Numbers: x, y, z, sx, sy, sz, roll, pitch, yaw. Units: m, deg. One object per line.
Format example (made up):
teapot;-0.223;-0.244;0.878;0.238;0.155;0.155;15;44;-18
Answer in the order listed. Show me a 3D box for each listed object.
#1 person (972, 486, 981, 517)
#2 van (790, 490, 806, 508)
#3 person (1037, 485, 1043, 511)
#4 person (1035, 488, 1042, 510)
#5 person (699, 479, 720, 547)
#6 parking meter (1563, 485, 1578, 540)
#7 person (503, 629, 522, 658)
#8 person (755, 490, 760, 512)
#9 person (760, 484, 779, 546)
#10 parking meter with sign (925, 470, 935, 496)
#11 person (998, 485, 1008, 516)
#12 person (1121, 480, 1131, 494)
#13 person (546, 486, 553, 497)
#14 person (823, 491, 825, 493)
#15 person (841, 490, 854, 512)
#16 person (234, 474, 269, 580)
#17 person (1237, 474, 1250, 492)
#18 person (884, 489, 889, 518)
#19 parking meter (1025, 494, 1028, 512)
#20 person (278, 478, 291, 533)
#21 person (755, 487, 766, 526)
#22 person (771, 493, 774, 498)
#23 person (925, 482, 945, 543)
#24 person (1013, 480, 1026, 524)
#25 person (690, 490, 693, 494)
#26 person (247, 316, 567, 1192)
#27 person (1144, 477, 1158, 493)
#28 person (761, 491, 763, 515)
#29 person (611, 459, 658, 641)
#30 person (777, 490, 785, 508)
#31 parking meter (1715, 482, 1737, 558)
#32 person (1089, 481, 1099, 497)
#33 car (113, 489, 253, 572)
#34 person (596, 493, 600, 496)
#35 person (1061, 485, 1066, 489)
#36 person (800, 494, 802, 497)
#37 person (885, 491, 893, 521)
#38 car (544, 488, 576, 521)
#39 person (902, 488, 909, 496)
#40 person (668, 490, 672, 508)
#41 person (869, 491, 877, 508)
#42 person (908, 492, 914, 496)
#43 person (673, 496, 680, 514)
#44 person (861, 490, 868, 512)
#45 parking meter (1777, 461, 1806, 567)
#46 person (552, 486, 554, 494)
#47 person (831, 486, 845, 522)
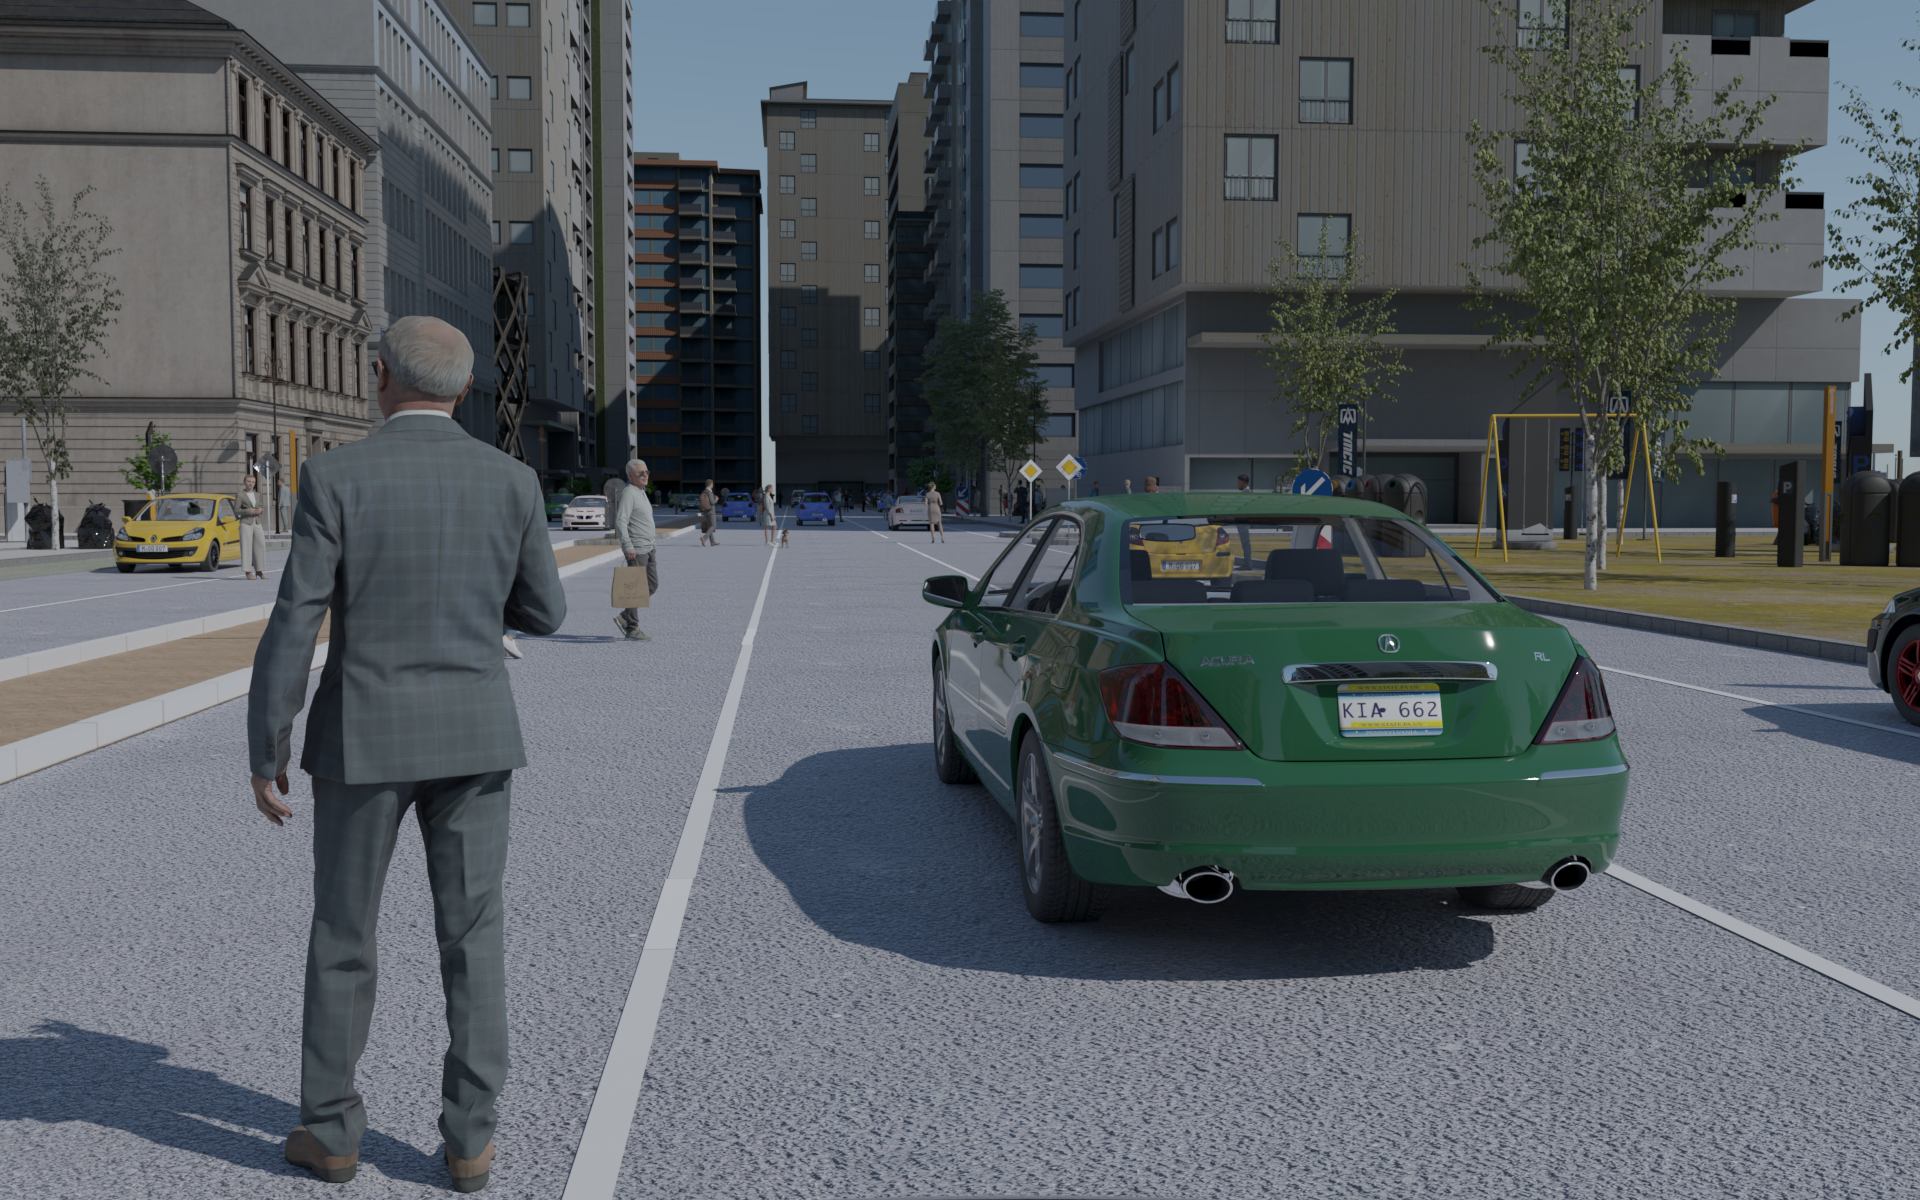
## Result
person;1.035;-5.632;98.877;0.760;1.731;0.466;-1;4;-15
van;-16.814;-10.670;181.460;2.013;2.044;4.112;0;4;-4
person;4.411;-5.568;97.208;0.853;1.813;0.709;1;4;22
person;4.056;-5.138;91.857;0.589;1.601;0.330;0;4;0
person;-6.897;-2.384;47.442;0.622;1.834;0.822;3;5;41
parking meter;17.239;-2.475;48.881;0.372;1.533;0.369;0;3;0
person;-3.924;-0.368;15.187;0.731;1.740;0.598;0;4;3
person;-15.798;-7.775;136.165;0.434;1.755;0.990;-3;4;-36
person;-5.287;-2.353;47.972;0.522;1.701;0.512;0;4;-3
parking meter with sign;-2.203;-7.964;126.464;0.543;3.016;1.738;-2;4;-32
person;2.611;-5.950;103.128;0.655;1.846;0.447;-2;4;-28
person;6.163;-3.487;63.236;0.590;1.801;0.661;-1;4;-23
person;-29.796;-7.338;125.831;0.655;1.846;0.447;2;4;28
person;-10.908;-7.949;139.393;0.530;1.710;0.541;-3;4;-39
person;-8.860;-7.728;135.369;1.217;1.766;0.721;-1;4;-20
person;-11.840;-1.217;28.949;0.362;1.759;0.519;2;4;35
person;5.287;-1.466;32.650;0.466;1.800;0.511;0;4;-5
person;-4.226;-5.595;100.735;0.466;1.731;0.760;1;4;14
parking meter;3.834;-5.751;102.444;0.372;1.533;0.369;0;3;0
person;-22.552;-3.157;57.756;0.391;1.810;0.635;-1;4;-11
person;-8.936;-4.209;77.860;0.519;1.759;0.362;-1;4;-11
person;-20.106;-10.720;183.769;0.705;1.824;1.348;2;4;28
person;-0.739;-2.540;50.366;0.599;1.781;0.374;0;4;-7
person;2.625;-4.260;75.054;0.474;1.900;0.648;3;4;36
person;-24.866;-9.274;160.155;0.705;1.821;1.348;-3;5;-40
person;-1.194;0.303;3.716;0.661;1.801;0.590;-2;4;-35
person;3.486;-1.429;32.459;0.643;1.750;0.593;1;4;23
person;-13.460;-6.772;119.435;0.699;1.804;1.509;1;4;21
person;-3.191;-0.476;16.775;0.515;1.767;0.782;0;4;6
person;-18.323;-10.304;176.992;0.705;1.821;1.348;-3;4;-39
parking meter;15.536;-1.634;35.125;0.372;1.533;0.369;0;3;0
person;5.299;-3.795;68.440;0.601;1.785;0.444;-3;4;-36
car;-14.679;-1.391;32.970;2.015;1.641;3.980;0;4;-6
person;-31.115;-8.554;149.088;0.799;1.438;0.628;2;4;25
person;5.561;-5.409;94.832;0.716;1.782;0.532;-1;4;-16
person;-14.791;-9.302;163.827;0.697;1.427;0.421;-2;4;-35
person;-3.791;-5.088;93.499;0.330;1.601;0.589;-2;4;-31
car;-20.778;-4.983;90.261;1.959;1.807;4.718;0;4;-7
person;-4.902;-9.308;158.169;1.348;1.831;0.705;-3;4;-37
person;-30.060;-10.509;180.197;0.599;1.838;0.709;1;4;18
person;-8.100;-9.524;164.952;1.217;1.736;0.721;-1;4;-10
person;-4.276;-8.884;154.526;0.697;1.427;0.421;0;4;1
person;-20.228;-6.785;123.706;0.475;1.303;0.640;-1;4;-15
person;-7.603;-7.880;138.058;0.721;1.735;1.217;-2;4;-28
parking meter;14.593;-1.511;30.420;0.255;1.863;0.399;-2;4;-26
person;-30.254;-7.474;128.047;0.655;1.846;0.447;2;4;26
person;-6.303;-4.899;88.703;0.850;1.850;0.679;2;4;25
